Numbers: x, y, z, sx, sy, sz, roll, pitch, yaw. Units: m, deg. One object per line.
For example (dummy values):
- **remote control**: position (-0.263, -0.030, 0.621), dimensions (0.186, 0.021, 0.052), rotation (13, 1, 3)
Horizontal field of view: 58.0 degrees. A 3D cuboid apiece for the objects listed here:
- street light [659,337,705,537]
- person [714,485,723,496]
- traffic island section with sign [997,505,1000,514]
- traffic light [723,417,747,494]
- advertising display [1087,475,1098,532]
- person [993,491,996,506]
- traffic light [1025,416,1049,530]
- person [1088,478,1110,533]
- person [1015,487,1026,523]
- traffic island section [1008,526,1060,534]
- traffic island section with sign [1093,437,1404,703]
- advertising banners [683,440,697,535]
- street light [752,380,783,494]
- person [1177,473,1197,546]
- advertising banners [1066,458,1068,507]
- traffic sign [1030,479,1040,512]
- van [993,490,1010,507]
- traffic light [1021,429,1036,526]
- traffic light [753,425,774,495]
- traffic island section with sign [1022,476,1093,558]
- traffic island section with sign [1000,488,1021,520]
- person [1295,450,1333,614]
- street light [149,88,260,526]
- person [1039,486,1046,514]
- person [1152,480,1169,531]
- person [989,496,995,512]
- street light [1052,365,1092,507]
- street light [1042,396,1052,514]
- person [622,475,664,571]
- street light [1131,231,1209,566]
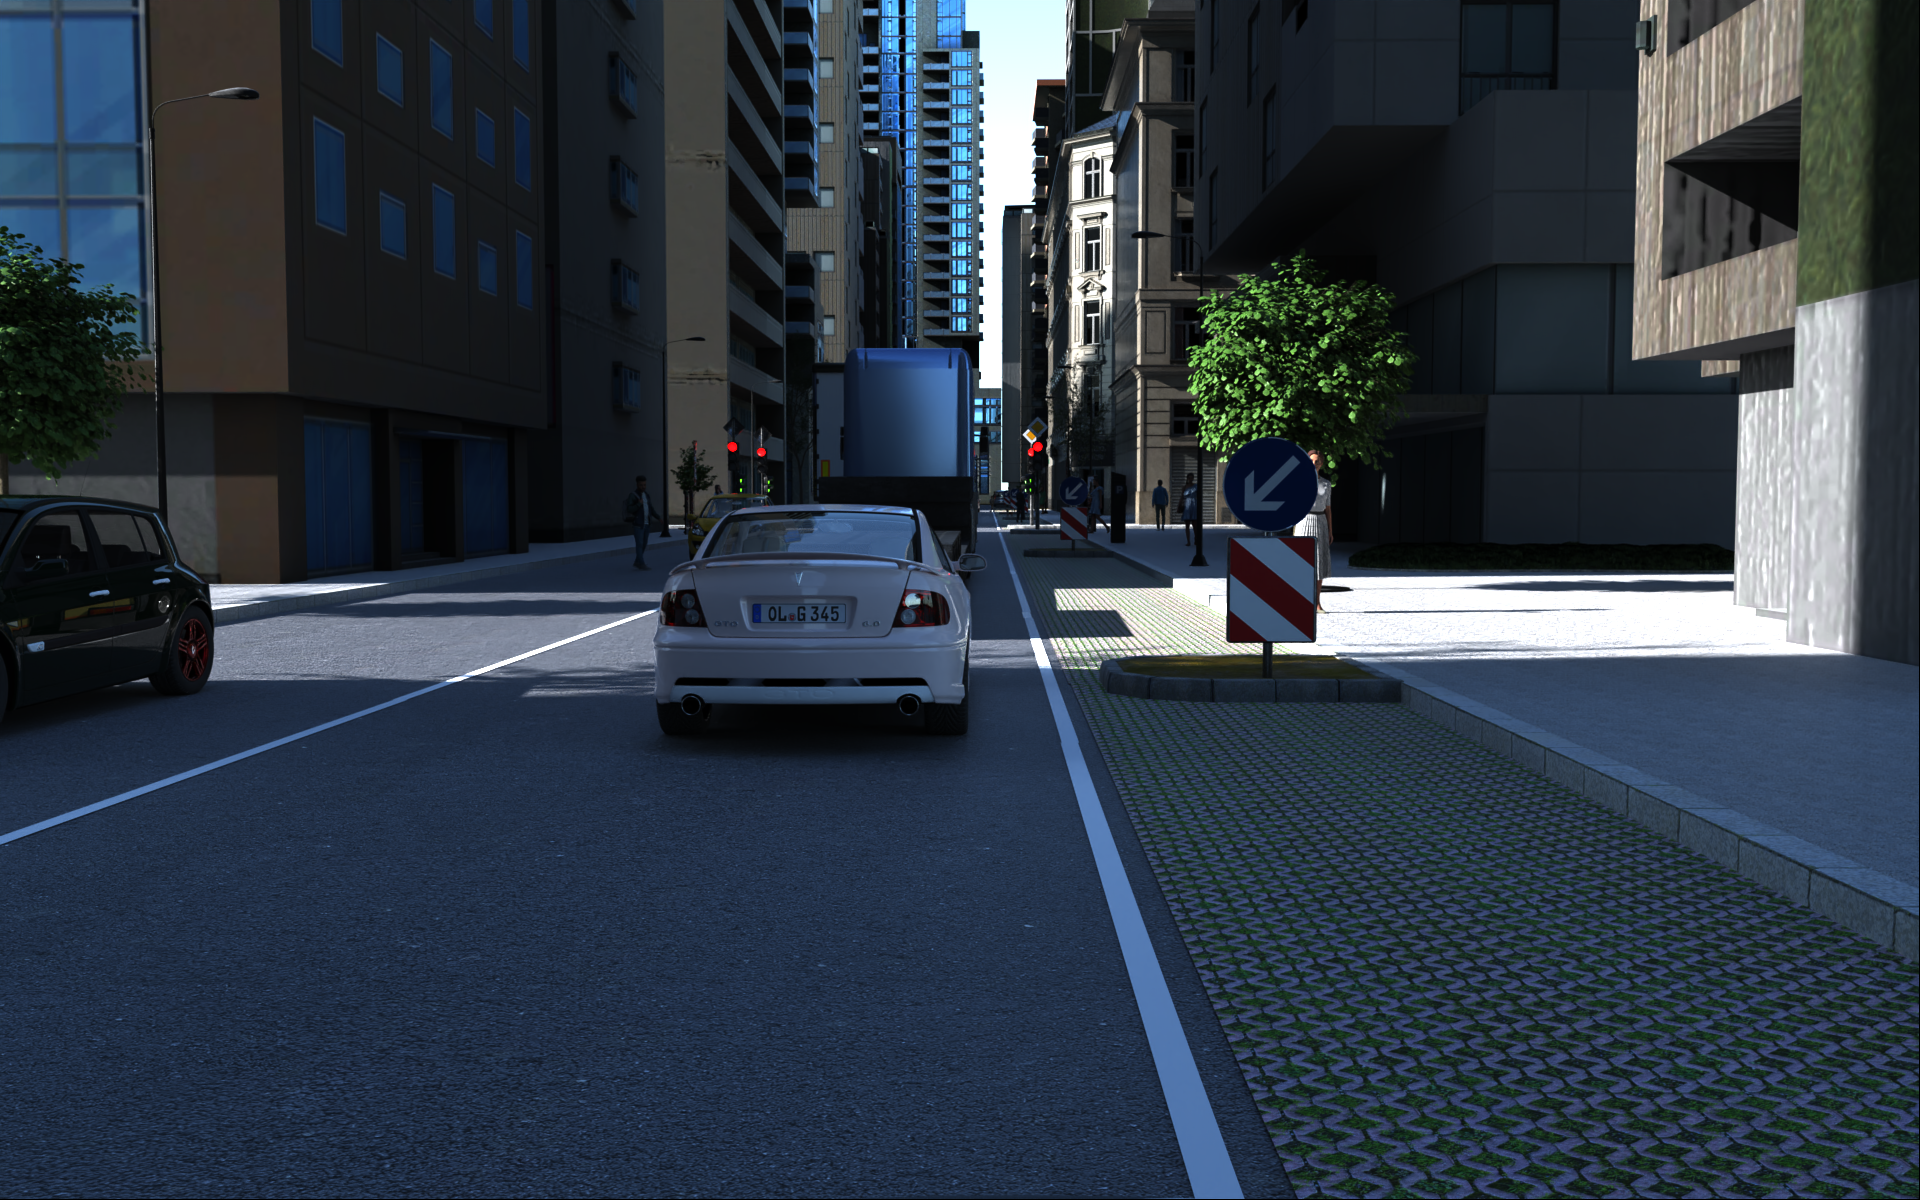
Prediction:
- **street light**: position (-8.221, -4.818, 51.317), dimensions (1.470, 5.913, 1.316), rotation (0, 4, 1)
- **person**: position (-9.206, -3.517, 66.260), dimensions (0.793, 1.790, 0.793), rotation (-1, 4, -9)
- **traffic island section with sign**: position (3.774, -6.989, 122.895), dimensions (1.989, 1.847, 2.006), rotation (0, 4, 1)
- **traffic light**: position (-8.174, -4.517, 62.769), dimensions (0.839, 4.253, 0.868), rotation (0, 4, 1)
- **advertising display**: position (4.528, -3.309, 59.312), dimensions (0.123, 1.923, 0.974), rotation (-1, 4, -10)
- **person**: position (4.030, -12.075, 206.447), dimensions (0.721, 1.766, 1.217), rotation (2, 4, 32)
- **traffic light**: position (2.786, -4.507, 62.614), dimensions (0.839, 4.253, 0.868), rotation (0, 4, 1)
- **person**: position (4.457, -3.058, 56.132), dimensions (0.778, 1.811, 0.616), rotation (0, 4, -6)
- **person**: position (3.043, -4.754, 86.642), dimensions (0.576, 1.772, 0.534), rotation (0, 4, 7)
- **traffic island section**: position (2.826, -2.474, 62.727), dimensions (2.009, 0.180, 2.903), rotation (0, 4, 1)
- **traffic island section with sign**: position (2.057, -0.253, 12.771), dimensions (1.989, 1.847, 2.006), rotation (0, 4, 1)
- **advertising banners**: position (-8.631, -3.631, 55.562), dimensions (0.090, 3.025, 2.074), rotation (0, 4, 3)
- **street light**: position (-7.916, -6.000, 70.642), dimensions (1.470, 5.913, 1.316), rotation (0, 4, 1)
- **person**: position (5.684, -2.248, 42.885), dimensions (0.616, 1.811, 0.778), rotation (1, 4, 21)
- **advertising banners**: position (4.763, -4.929, 76.774), dimensions (0.090, 3.025, 2.074), rotation (0, 4, 2)
- **traffic sign**: position (5.497, -7.748, 126.778), dimensions (0.768, 2.556, 0.104), rotation (0, 4, 4)
- **van**: position (4.667, -11.518, 195.332), dimensions (2.013, 2.044, 4.112), rotation (0, 4, 1)
- **traffic light**: position (2.911, -4.996, 70.598), dimensions (0.839, 4.253, 0.868), rotation (0, 4, 1)
- **traffic light**: position (-8.049, -5.005, 70.753), dimensions (0.839, 4.253, 0.868), rotation (0, 4, 1)
- **traffic island section with sign**: position (2.464, -1.902, 39.723), dimensions (1.989, 1.847, 2.006), rotation (0, 4, 1)
- **traffic island section with sign**: position (3.346, -5.340, 95.943), dimensions (1.989, 1.847, 2.006), rotation (0, 4, 1)
- **person**: position (3.789, -0.729, 18.540), dimensions (0.480, 1.755, 0.524), rotation (-1, 4, -13)
- **street light**: position (-8.709, -2.901, 19.968), dimensions (1.470, 5.913, 1.316), rotation (0, 4, 1)
- **person**: position (5.281, -6.385, 110.679), dimensions (0.600, 1.795, 0.529), rotation (2, 4, 35)
- **person**: position (6.971, -3.298, 60.301), dimensions (0.601, 1.785, 0.444), rotation (0, 4, 0)
- **person**: position (2.507, -7.587, 136.826), dimensions (0.475, 1.303, 0.640), rotation (-3, 5, -44)
- **street light**: position (4.188, -5.507, 62.579), dimensions (1.470, 5.913, 1.316), rotation (0, 4, 1)
- **street light**: position (4.597, -6.704, 82.149), dimensions (1.470, 5.913, 1.316), rotation (0, 4, 1)
- **person**: position (-5.983, -1.446, 32.490), dimensions (0.721, 1.781, 0.623), rotation (1, 4, 19)
- **street light**: position (3.729, -3.560, 30.748), dimensions (1.470, 5.913, 1.316), rotation (0, 4, 1)
